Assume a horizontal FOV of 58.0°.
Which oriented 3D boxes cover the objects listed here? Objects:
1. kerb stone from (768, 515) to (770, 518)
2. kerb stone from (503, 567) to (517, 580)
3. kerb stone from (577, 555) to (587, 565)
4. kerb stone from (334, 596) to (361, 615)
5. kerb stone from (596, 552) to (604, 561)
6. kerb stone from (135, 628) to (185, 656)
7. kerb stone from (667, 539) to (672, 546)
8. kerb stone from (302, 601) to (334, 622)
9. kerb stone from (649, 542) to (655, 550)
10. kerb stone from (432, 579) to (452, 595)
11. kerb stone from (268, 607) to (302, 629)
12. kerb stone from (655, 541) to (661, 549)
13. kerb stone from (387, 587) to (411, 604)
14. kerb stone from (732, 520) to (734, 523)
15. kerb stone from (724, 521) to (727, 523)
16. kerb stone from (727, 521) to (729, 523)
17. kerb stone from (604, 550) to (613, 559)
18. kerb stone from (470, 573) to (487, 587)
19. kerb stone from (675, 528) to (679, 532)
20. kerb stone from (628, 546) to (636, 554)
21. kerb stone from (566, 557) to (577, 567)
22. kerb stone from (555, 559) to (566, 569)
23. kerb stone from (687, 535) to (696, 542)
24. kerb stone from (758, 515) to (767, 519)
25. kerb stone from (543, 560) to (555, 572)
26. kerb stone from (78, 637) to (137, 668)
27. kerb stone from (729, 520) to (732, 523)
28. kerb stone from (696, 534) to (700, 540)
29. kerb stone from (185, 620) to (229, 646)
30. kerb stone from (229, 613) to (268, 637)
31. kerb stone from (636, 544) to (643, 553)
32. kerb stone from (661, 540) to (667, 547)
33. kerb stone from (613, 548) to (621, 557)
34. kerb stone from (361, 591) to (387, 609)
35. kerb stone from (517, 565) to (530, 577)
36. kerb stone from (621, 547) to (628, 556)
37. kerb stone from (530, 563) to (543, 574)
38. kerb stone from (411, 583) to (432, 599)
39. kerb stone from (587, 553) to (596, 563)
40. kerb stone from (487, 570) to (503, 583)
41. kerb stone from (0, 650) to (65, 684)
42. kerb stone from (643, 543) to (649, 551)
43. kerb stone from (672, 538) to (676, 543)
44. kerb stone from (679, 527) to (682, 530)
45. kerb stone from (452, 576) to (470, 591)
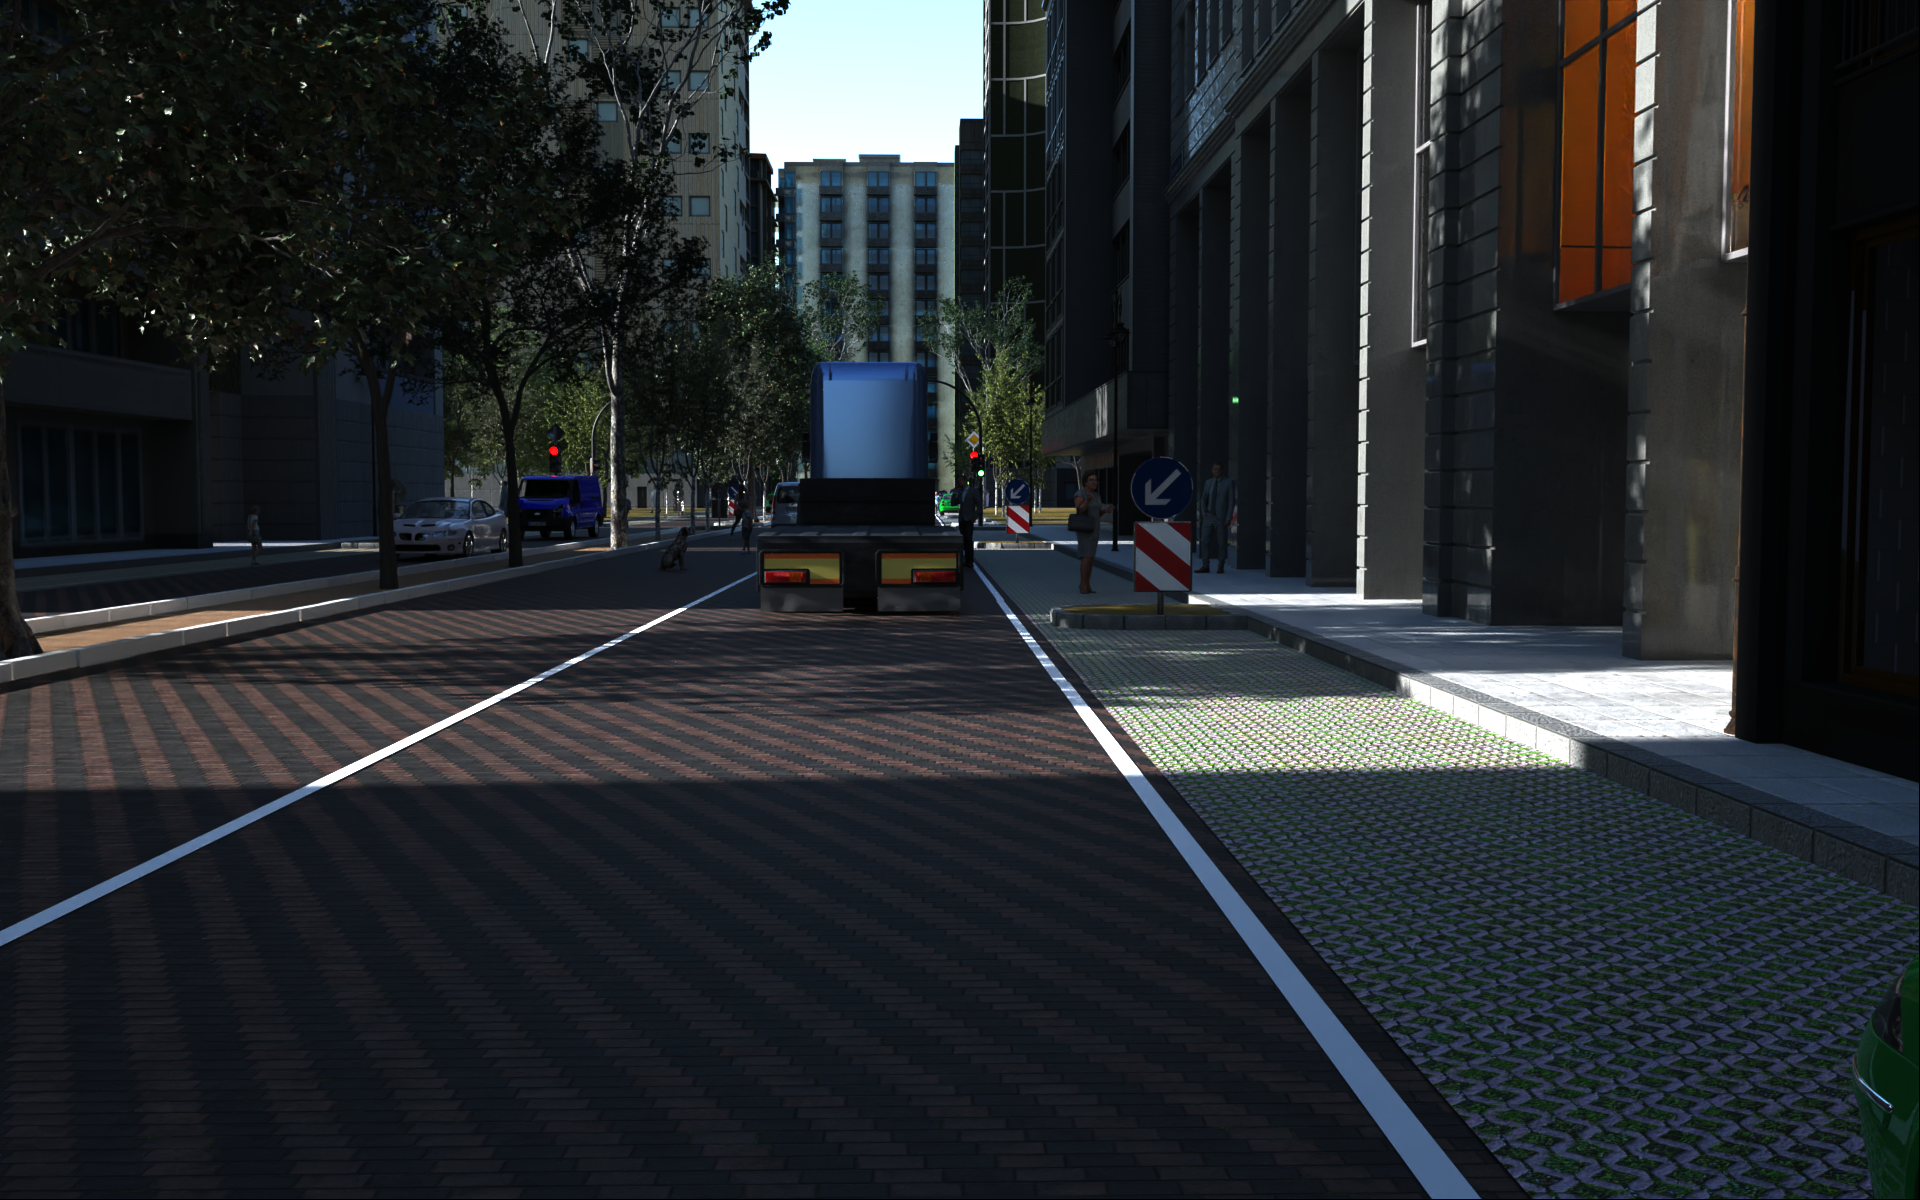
[{"bbox_3d":[-11.507,-4.903,102.356,0.120,0.150,1.000,0,4,-1],"label":"kerb stone"},{"bbox_3d":[-7.677,-0.424,29.137,0.120,0.150,1.000,0,4,-1],"label":"kerb stone"},{"bbox_3d":[-7.817,-0.800,35.294,0.120,0.150,1.000,0,4,-1],"label":"kerb stone"},{"bbox_3d":[-7.488,0.078,20.928,0.120,0.150,1.000,0,4,-1],"label":"kerb stone"},{"bbox_3d":[-7.872,-0.926,37.338,0.120,0.150,1.000,0,4,-1],"label":"kerb stone"},{"bbox_3d":[-7.362,0.391,15.795,0.120,0.150,1.000,0,4,-1],"label":"kerb stone"},{"bbox_3d":[-8.116,-1.552,47.572,0.120,0.150,1.000,0,4,-1],"label":"kerb stone"},{"bbox_3d":[-7.453,0.144,19.907,0.120,0.150,1.000,0,4,-1],"label":"kerb stone"},{"bbox_3d":[-8.038,-1.364,44.504,0.120,0.150,1.000,0,4,-1],"label":"kerb stone"},{"bbox_3d":[-7.579,-0.173,25.029,0.120,0.150,1.000,0,4,-1],"label":"kerb stone"},{"bbox_3d":[-7.438,0.212,18.868,0.120,0.150,1.000,0,4,-1],"label":"kerb stone"},{"bbox_3d":[-8.061,-1.427,45.525,0.120,0.150,1.000,0,4,-1],"label":"kerb stone"},{"bbox_3d":[-7.527,-0.047,22.984,0.120,0.150,1.000,0,4,-1],"label":"kerb stone"},{"bbox_3d":[-11.046,-3.712,82.887,0.120,0.150,1.000,0,4,-1],"label":"kerb stone"},{"bbox_3d":[-10.967,-3.524,79.813,0.120,0.150,1.000,0,4,-1],"label":"kerb stone"},{"bbox_3d":[-10.995,-3.582,80.836,0.120,0.150,1.000,0,4,-1],"label":"kerb stone"},{"bbox_3d":[-7.893,-0.989,38.359,0.120,0.150,1.000,0,4,-1],"label":"kerb stone"},{"bbox_3d":[-7.622,-0.299,27.081,0.120,0.150,1.000,0,4,-1],"label":"kerb stone"},{"bbox_3d":[-10.599,-2.548,63.860,0.120,0.150,1.000,0,4,-1],"label":"kerb stone"},{"bbox_3d":[-7.966,-1.177,41.432,0.120,0.150,1.000,0,4,-1],"label":"kerb stone"},{"bbox_3d":[-7.795,-0.732,34.263,0.120,0.150,1.000,0,4,-1],"label":"kerb stone"},{"bbox_3d":[-7.775,-0.673,33.234,0.120,0.150,1.000,0,4,-1],"label":"kerb stone"},{"bbox_3d":[-8.224,-1.866,52.708,0.120,0.150,1.000,0,4,-1],"label":"kerb stone"},{"bbox_3d":[-11.453,-4.777,100.304,0.120,0.150,1.000,0,4,-1],"label":"kerb stone"},{"bbox_3d":[-7.752,-0.612,32.205,0.120,0.150,1.000,0,4,-1],"label":"kerb stone"},{"bbox_3d":[-7.326,0.455,14.771,0.120,0.150,1.000,0,4,-1],"label":"kerb stone"},{"bbox_3d":[-11.026,-3.649,81.862,0.120,0.150,1.000,0,4,-1],"label":"kerb stone"},{"bbox_3d":[-8.258,-1.929,53.736,0.120,0.150,1.000,0,4,-1],"label":"kerb stone"},{"bbox_3d":[-7.383,0.329,16.816,0.120,0.150,1.000,0,4,-1],"label":"kerb stone"},{"bbox_3d":[-7.405,0.266,17.846,0.120,0.150,1.000,0,4,-1],"label":"kerb stone"},{"bbox_3d":[-7.986,-1.239,42.454,0.120,0.150,1.000,0,4,-1],"label":"kerb stone"},{"bbox_3d":[-8.086,-1.490,46.550,0.120,0.150,1.000,0,4,-1],"label":"kerb stone"},{"bbox_3d":[-7.920,-1.051,39.385,0.120,0.150,1.000,0,4,-1],"label":"kerb stone"},{"bbox_3d":[-7.512,0.015,21.955,0.120,0.150,1.000,0,4,-1],"label":"kerb stone"},{"bbox_3d":[-7.701,-0.487,30.159,0.120,0.150,1.000,0,4,-1],"label":"kerb stone"},{"bbox_3d":[-7.944,-1.114,40.411,0.120,0.150,1.000,0,4,-1],"label":"kerb stone"},{"bbox_3d":[-7.720,-0.543,31.182,0.120,0.150,1.000,0,4,-1],"label":"kerb stone"},{"bbox_3d":[-7.553,-0.109,24.008,0.120,0.150,1.000,0,4,-1],"label":"kerb stone"},{"bbox_3d":[-7.849,-0.862,36.315,0.120,0.150,1.000,0,4,-1],"label":"kerb stone"},{"bbox_3d":[-7.648,-0.360,28.110,0.120,0.150,1.000,0,4,-1],"label":"kerb stone"},{"bbox_3d":[-7.318,0.517,13.749,0.120,0.150,1.000,0,4,-1],"label":"kerb stone"},{"bbox_3d":[-8.017,-1.301,43.482,0.120,0.150,1.000,0,4,-1],"label":"kerb stone"},{"bbox_3d":[-8.131,-1.615,48.604,0.120,0.150,1.000,0,4,-1],"label":"kerb stone"},{"bbox_3d":[-10.616,-2.610,64.882,0.120,0.150,1.000,0,4,-1],"label":"kerb stone"},{"bbox_3d":[-7.595,-0.235,26.051,0.120,0.150,1.000,0,4,-1],"label":"kerb stone"}]
